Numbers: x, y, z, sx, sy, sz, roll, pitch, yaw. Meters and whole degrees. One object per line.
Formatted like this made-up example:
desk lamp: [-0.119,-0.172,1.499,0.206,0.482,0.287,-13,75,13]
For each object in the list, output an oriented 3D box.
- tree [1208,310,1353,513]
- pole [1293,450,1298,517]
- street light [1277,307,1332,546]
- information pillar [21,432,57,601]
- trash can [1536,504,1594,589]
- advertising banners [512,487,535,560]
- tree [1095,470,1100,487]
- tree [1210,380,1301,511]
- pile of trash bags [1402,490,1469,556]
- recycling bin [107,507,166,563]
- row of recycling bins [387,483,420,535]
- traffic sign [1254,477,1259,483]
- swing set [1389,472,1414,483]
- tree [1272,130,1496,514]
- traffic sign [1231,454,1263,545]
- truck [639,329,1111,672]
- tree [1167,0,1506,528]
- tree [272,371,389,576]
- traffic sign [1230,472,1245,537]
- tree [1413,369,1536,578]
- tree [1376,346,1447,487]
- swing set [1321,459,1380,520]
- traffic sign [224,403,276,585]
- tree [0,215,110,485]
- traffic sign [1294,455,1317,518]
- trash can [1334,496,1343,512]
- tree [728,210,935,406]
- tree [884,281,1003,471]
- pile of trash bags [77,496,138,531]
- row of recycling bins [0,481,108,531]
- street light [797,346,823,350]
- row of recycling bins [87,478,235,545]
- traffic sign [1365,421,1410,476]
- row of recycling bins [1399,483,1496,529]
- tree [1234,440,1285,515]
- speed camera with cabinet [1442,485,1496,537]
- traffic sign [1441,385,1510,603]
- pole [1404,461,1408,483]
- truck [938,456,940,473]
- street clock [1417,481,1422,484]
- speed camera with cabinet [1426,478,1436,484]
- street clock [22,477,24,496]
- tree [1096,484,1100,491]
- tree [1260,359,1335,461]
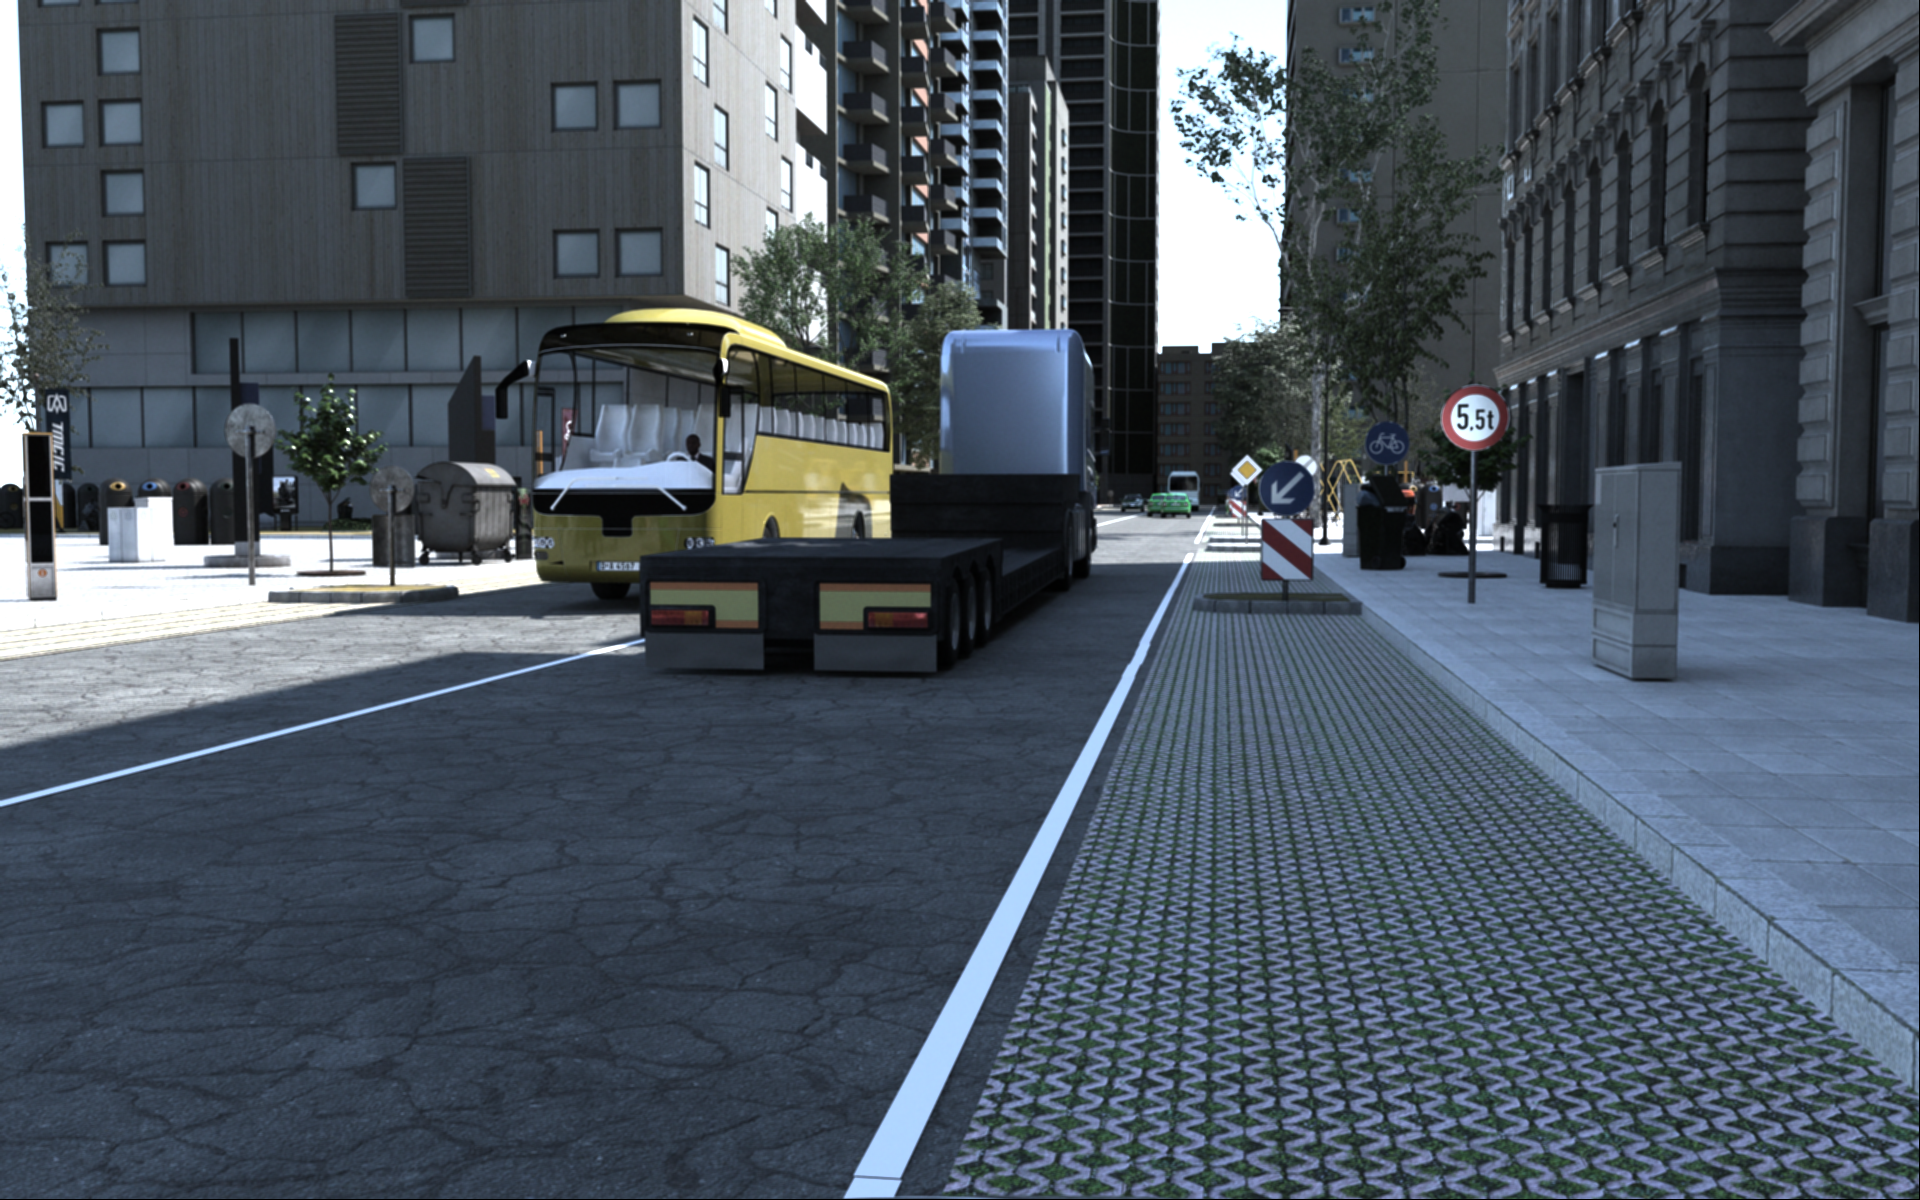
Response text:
tree: [21.910,-13.044,119.917,9.857,13.997,8.962,0,3,0]
pole: [15.450,-5.259,79.829,0.158,3.312,0.155,0,3,0]
street light: [8.580,-4.320,43.170,1.470,5.913,1.316,1,4,9]
information pillar: [-11.089,-1.001,20.862,0.304,2.012,0.304,-2,4,-33]
trash can: [8.257,-0.735,23.677,0.748,1.137,0.748,0,3,0]
advertising banners: [-8.244,-2.345,34.535,0.090,3.025,2.074,2,4,25]
tree: [13.466,-12.467,187.553,4.285,4.588,4.351,0,3,0]
tree: [22.801,-11.980,130.291,8.767,10.594,7.601,1,4,18]
pile of trash bags: [9.854,-1.701,37.572,1.912,1.369,3.447,0,4,6]
recycling bin: [-15.520,-1.229,32.653,0.722,1.027,0.722,1,4,20]
row of recycling bins: [-16.494,-2.924,54.912,3.534,1.692,1.069,0,4,8]
traffic sign: [19.487,-6.882,112.628,0.768,2.556,0.104,1,4,18]
swing set: [30.832,-7.672,123.050,3.119,2.851,2.862,1,4,10]
tree: [8.458,-5.144,34.466,4.737,8.622,4.395,0,3,0]
traffic sign: [7.233,-2.449,43.681,0.795,2.450,0.064,1,4,9]
truck: [0.006,-2.014,22.692,2.967,4.110,18.799,1,4,8]
tree: [14.417,-12.684,63.278,12.611,20.169,13.585,0,3,0]
tree: [-9.830,-2.004,27.369,1.663,3.219,1.824,0,3,0]
traffic sign: [8.423,-2.932,51.577,0.795,2.450,0.064,1,4,9]
tree: [7.965,-1.978,26.944,1.663,3.219,1.824,0,3,0]
tree: [22.385,-8.243,85.133,4.360,8.622,3.978,0,3,0]
swing set: [17.601,-5.014,79.594,2.862,2.851,3.119,0,4,3]
traffic sign: [-9.974,-1.481,24.326,0.768,2.556,0.104,1,4,9]
tree: [-24.201,-5.799,45.170,4.360,8.622,3.978,0,3,0]
traffic sign: [11.238,-3.448,56.473,0.768,2.556,0.104,1,4,13]
trash can: [27.363,-6.933,125.002,0.748,1.137,0.748,0,3,0]
tree: [-4.999,-8.360,62.435,9.928,11.665,9.643,0,3,0]
tree: [-0.699,-10.678,92.715,7.486,12.596,7.792,0,3,0]
pile of trash bags: [-29.193,-3.106,60.531,3.447,1.369,1.912,2,4,33]
row of recycling bins: [-34.184,-3.545,65.066,3.534,1.692,1.069,-1,4,-11]
street light: [-4.981,-5.006,54.386,1.470,5.913,1.316,1,4,9]
row of recycling bins: [-20.059,-2.259,44.050,3.534,1.692,1.069,0,4,-5]
traffic sign: [7.490,-1.854,30.424,0.768,2.556,0.104,1,4,18]
row of recycling bins: [17.669,-3.438,63.326,3.534,1.692,1.069,0,4,4]
tree: [19.113,-7.444,105.423,4.285,4.588,4.351,0,3,0]
speed camera with cabinet: [15.651,-3.542,52.249,2.038,3.252,0.660,0,4,-1]
traffic sign: [6.012,-1.234,20.274,0.768,2.556,0.104,1,4,13]
pole: [27.321,-6.873,106.217,0.158,3.312,0.155,0,3,0]
truck: [1.212,-4.501,62.509,2.839,4.237,11.283,0,4,7]
street clock: [25.826,-5.677,97.394,0.358,2.002,0.471,0,4,4]
speed camera with cabinet: [34.061,-7.867,122.962,2.038,3.252,0.660,-2,4,-26]
street clock: [-39.109,-4.155,72.510,0.358,2.002,0.471,-2,4,-30]
tree: [13.705,-11.517,182.905,1.663,3.219,1.824,0,3,0]
tree: [18.320,-8.877,95.495,4.360,8.622,3.978,0,3,0]
